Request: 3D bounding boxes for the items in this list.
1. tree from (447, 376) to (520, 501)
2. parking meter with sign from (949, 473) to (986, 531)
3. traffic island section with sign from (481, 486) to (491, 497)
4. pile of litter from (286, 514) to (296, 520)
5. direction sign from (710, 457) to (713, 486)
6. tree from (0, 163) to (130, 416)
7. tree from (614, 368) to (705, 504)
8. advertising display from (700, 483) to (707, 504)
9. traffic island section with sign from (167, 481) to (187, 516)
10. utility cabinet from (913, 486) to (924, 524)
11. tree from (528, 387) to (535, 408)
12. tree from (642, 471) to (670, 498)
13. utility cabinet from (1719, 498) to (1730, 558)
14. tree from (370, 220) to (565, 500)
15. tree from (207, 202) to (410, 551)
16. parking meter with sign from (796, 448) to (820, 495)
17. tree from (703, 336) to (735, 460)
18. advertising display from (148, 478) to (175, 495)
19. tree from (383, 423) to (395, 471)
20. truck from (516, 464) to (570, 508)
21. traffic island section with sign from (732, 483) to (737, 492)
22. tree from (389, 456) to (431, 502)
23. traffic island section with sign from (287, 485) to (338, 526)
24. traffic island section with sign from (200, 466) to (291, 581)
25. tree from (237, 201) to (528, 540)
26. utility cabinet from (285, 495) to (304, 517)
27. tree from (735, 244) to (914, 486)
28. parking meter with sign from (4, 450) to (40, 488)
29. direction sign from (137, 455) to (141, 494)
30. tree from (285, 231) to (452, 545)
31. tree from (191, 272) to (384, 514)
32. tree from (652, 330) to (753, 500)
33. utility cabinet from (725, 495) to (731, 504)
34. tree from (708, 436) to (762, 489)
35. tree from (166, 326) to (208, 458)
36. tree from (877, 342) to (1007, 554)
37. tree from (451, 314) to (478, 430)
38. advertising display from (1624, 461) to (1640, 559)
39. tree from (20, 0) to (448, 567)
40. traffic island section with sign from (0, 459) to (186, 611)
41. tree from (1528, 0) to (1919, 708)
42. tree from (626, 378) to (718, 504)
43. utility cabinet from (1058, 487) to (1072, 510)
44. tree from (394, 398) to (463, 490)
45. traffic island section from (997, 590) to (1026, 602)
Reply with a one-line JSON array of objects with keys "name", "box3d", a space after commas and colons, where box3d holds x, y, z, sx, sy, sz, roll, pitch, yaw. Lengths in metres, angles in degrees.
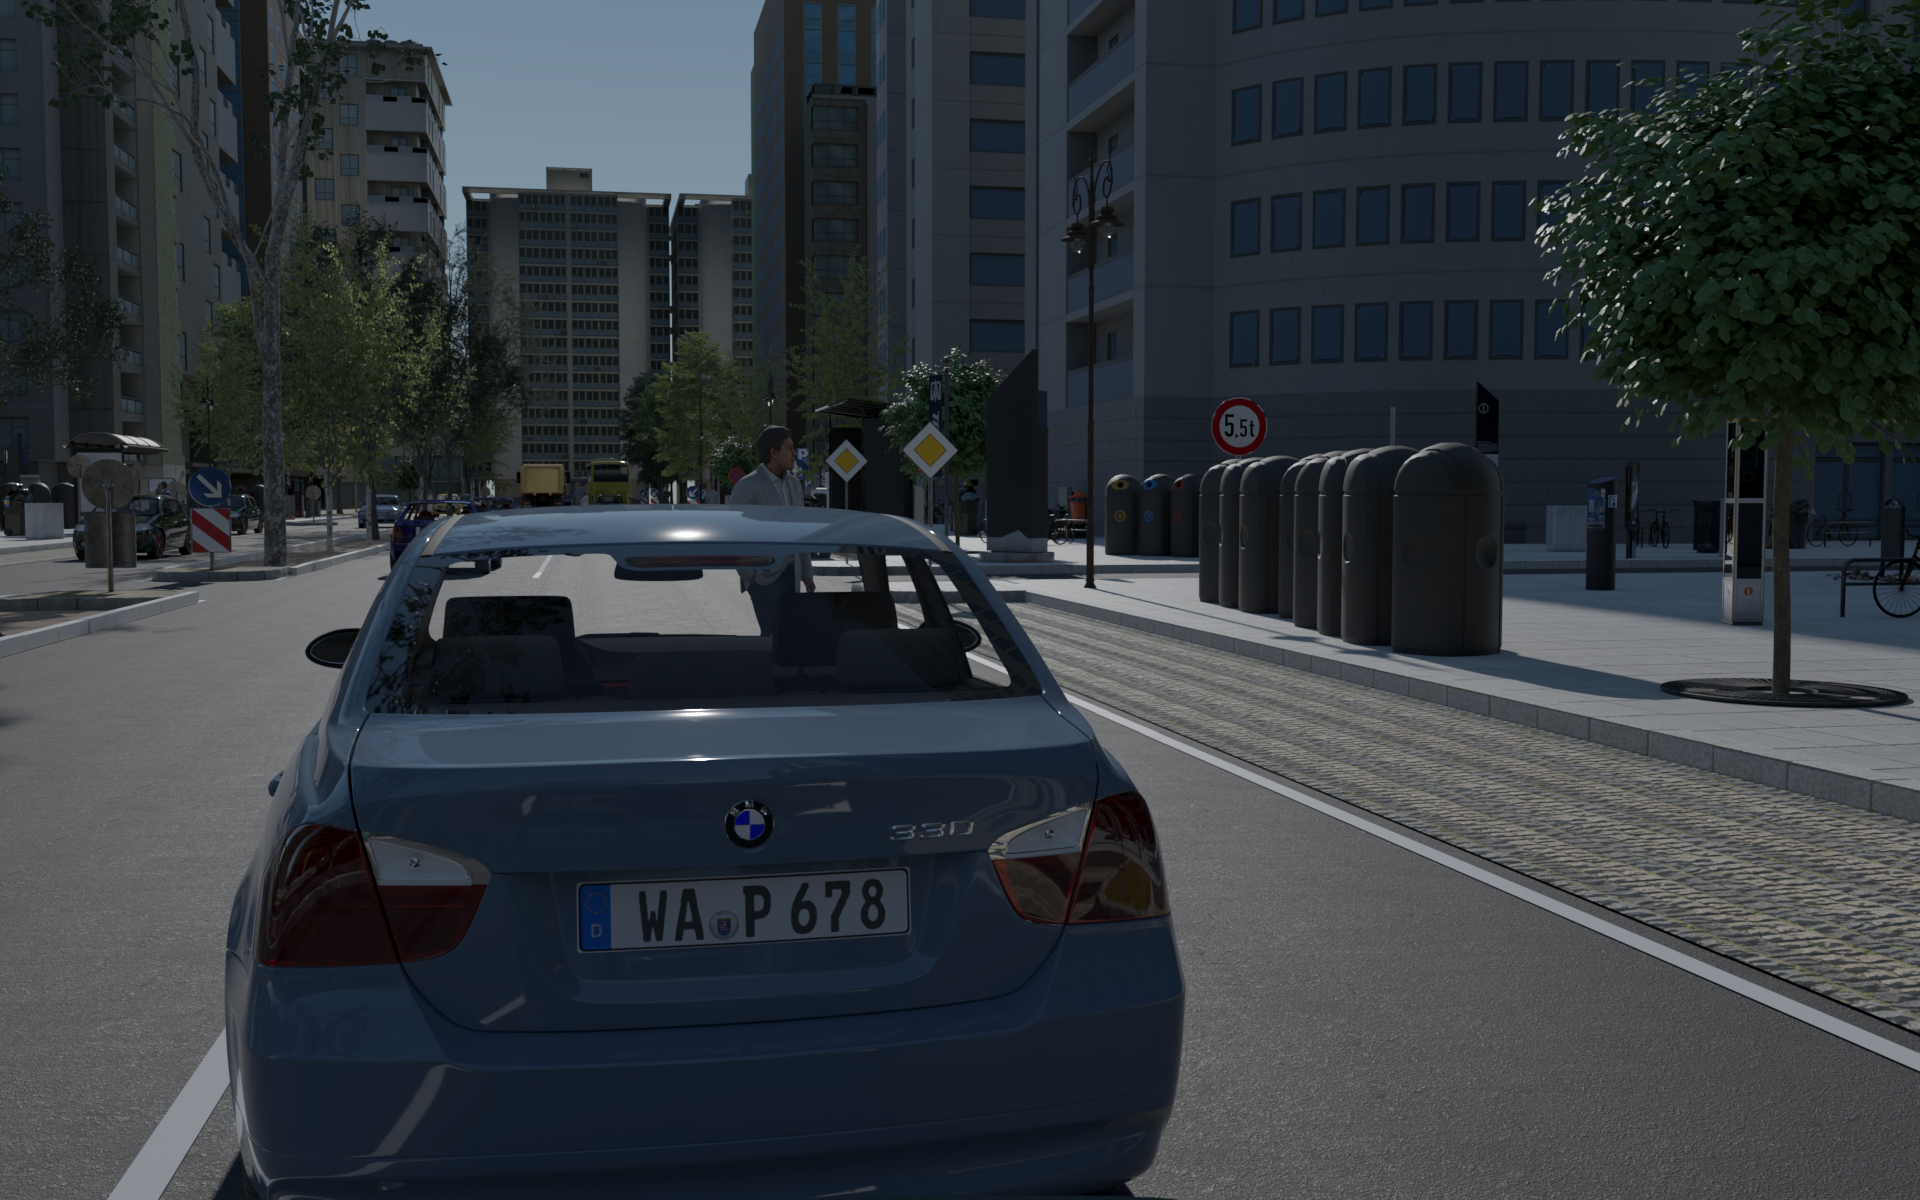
[{"name": "tree", "box3d": [-25.301, -8.472, 91.344, 4.737, 8.622, 4.395, 0, 3, 0]}, {"name": "parking meter with sign", "box3d": [0.511, -3.871, 59.559, 1.738, 3.016, 0.543, 0, 4, -7]}, {"name": "traffic island section with sign", "box3d": [-28.244, -5.791, 102.823, 2.006, 1.907, 1.989, -1, 4, -12]}, {"name": "pile of litter", "box3d": [-33.645, -4.429, 86.378, 1.176, 0.858, 1.719, 0, 4, 7]}, {"name": "direction sign", "box3d": [-15.219, -6.974, 106.026, 0.379, 3.537, 0.876, -1, 4, -17]}, {"name": "tree", "box3d": [-25.890, -6.797, 45.548, 8.767, 10.594, 7.601, 0, 4, -5]}, {"name": "tree", "box3d": [-30.021, -16.305, 173.241, 9.857, 13.997, 8.962, 0, 3, 0]}, {"name": "advertising display", "box3d": [-15.365, -6.020, 103.643, 0.123, 1.923, 0.974, 1, 4, 10]}, {"name": "traffic island section with sign", "box3d": [-23.805, -2.680, 52.449, 1.989, 1.847, 2.006, -1, 4, -12]}, {"name": "utility cabinet", "box3d": [-1.307, -2.318, 46.573, 0.318, 1.500, 1.173, -2, 4, -24]}, {"name": "tree", "box3d": [-20.745, -7.966, 67.120, 8.767, 10.594, 7.601, -1, 4, -12]}, {"name": "tree", "box3d": [-31.826, -12.126, 181.967, 4.285, 4.588, 4.351, 0, 3, 0]}, {"name": "utility cabinet", "box3d": [15.778, -1.478, 35.332, 0.306, 1.237, 1.020, 3, 4, 38]}, {"name": "tree", "box3d": [-22.782, -10.044, 77.049, 12.009, 13.543, 11.850, 0, 3, 0]}, {"name": "tree", "box3d": [-15.676, -5.507, 42.855, 4.737, 8.622, 4.395, 0, 3, 0]}, {"name": "parking meter with sign", "box3d": [-5.647, -4.276, 66.169, 0.543, 3.016, 1.738, 1, 4, 19]}, {"name": "tree", "box3d": [-9.427, -7.873, 79.083, 4.737, 8.622, 4.395, 0, 3, 0]}, {"name": "advertising display", "box3d": [-31.536, -3.869, 68.469, 0.974, 1.923, 0.123, -1, 4, -14]}, {"name": "tree", "box3d": [-40.399, -11.808, 111.192, 7.486, 12.596, 7.792, 0, 3, 0]}, {"name": "truck", "box3d": [-26.772, -7.052, 111.224, 3.469, 3.379, 9.791, -1, 4, -13]}, {"name": "traffic island section with sign", "box3d": [-7.204, -2.896, 55.969, 1.989, 1.847, 2.006, -1, 4, -12]}, {"name": "tree", "box3d": [-45.743, -9.784, 143.684, 4.285, 4.588, 4.351, 0, 3, 0]}, {"name": "traffic island section with sign", "box3d": [-29.442, -4.296, 78.861, 1.989, 1.847, 2.006, -1, 4, -12]}, {"name": "traffic island section with sign", "box3d": [-12.550, -1.297, 29.335, 2.006, 1.907, 1.989, -1, 4, -12]}, {"name": "tree", "box3d": [-18.235, -7.156, 53.875, 8.767, 10.594, 7.601, -1, 4, -12]}, {"name": "utility cabinet", "box3d": [-37.018, -5.206, 96.277, 1.020, 1.237, 0.306, 0, 4, 1]}, {"name": "tree", "box3d": [-3.529, -6.214, 51.953, 4.737, 8.622, 4.395, 0, 3, 0]}, {"name": "parking meter with sign", "box3d": [-37.213, -4.468, 69.310, 1.738, 3.016, 0.543, -2, 4, -24]}, {"name": "direction sign", "box3d": [-38.591, -5.470, 81.432, 0.379, 3.537, 0.876, -2, 4, -34]}, {"name": "tree", "box3d": [-16.484, -5.828, 48.102, 4.360, 8.622, 3.978, 0, 3, 0]}, {"name": "tree", "box3d": [-35.149, -10.389, 87.987, 7.486, 12.596, 7.792, 0, 3, 0]}, {"name": "tree", "box3d": [-17.838, -12.358, 120.188, 7.486, 12.596, 7.792, 0, 3, 0]}, {"name": "utility cabinet", "box3d": [-12.345, -4.975, 92.502, 0.306, 1.237, 1.020, -1, 4, -15]}, {"name": "tree", "box3d": [-11.175, -6.422, 88.714, 4.285, 4.588, 4.351, 0, 3, 0]}, {"name": "tree", "box3d": [-31.579, -7.561, 73.978, 4.737, 8.622, 4.395, 0, 3, 0]}, {"name": "tree", "box3d": [-0.081, -3.295, 37.591, 4.285, 4.588, 4.351, 0, 3, 0]}, {"name": "tree", "box3d": [-19.144, -6.636, 61.315, 4.360, 8.622, 3.978, 0, 3, 0]}, {"name": "advertising display", "box3d": [13.444, -1.801, 34.660, 0.123, 1.923, 0.974, 2, 4, 30]}, {"name": "tree", "box3d": [-14.715, -10.728, 33.753, 12.611, 20.169, 13.585, 0, 3, 0]}, {"name": "traffic island section with sign", "box3d": [-11.013, -0.853, 22.089, 2.006, 1.907, 1.989, -1, 4, -12]}, {"name": "tree", "box3d": [5.342, -1.667, 10.971, 4.285, 4.588, 4.351, 0, 3, 0]}, {"name": "tree", "box3d": [-24.903, -13.730, 150.236, 9.928, 11.665, 9.643, 0, 3, 0]}, {"name": "utility cabinet", "box3d": [3.221, -2.729, 53.298, 0.318, 1.500, 1.173, 1, 4, 11]}, {"name": "tree", "box3d": [-52.312, -14.996, 170.939, 9.928, 11.665, 9.643, 0, 3, 0]}, {"name": "traffic island section", "box3d": [-0.397, -0.111, 24.101, 2.009, 0.180, 2.903, -1, 4, -12]}]
